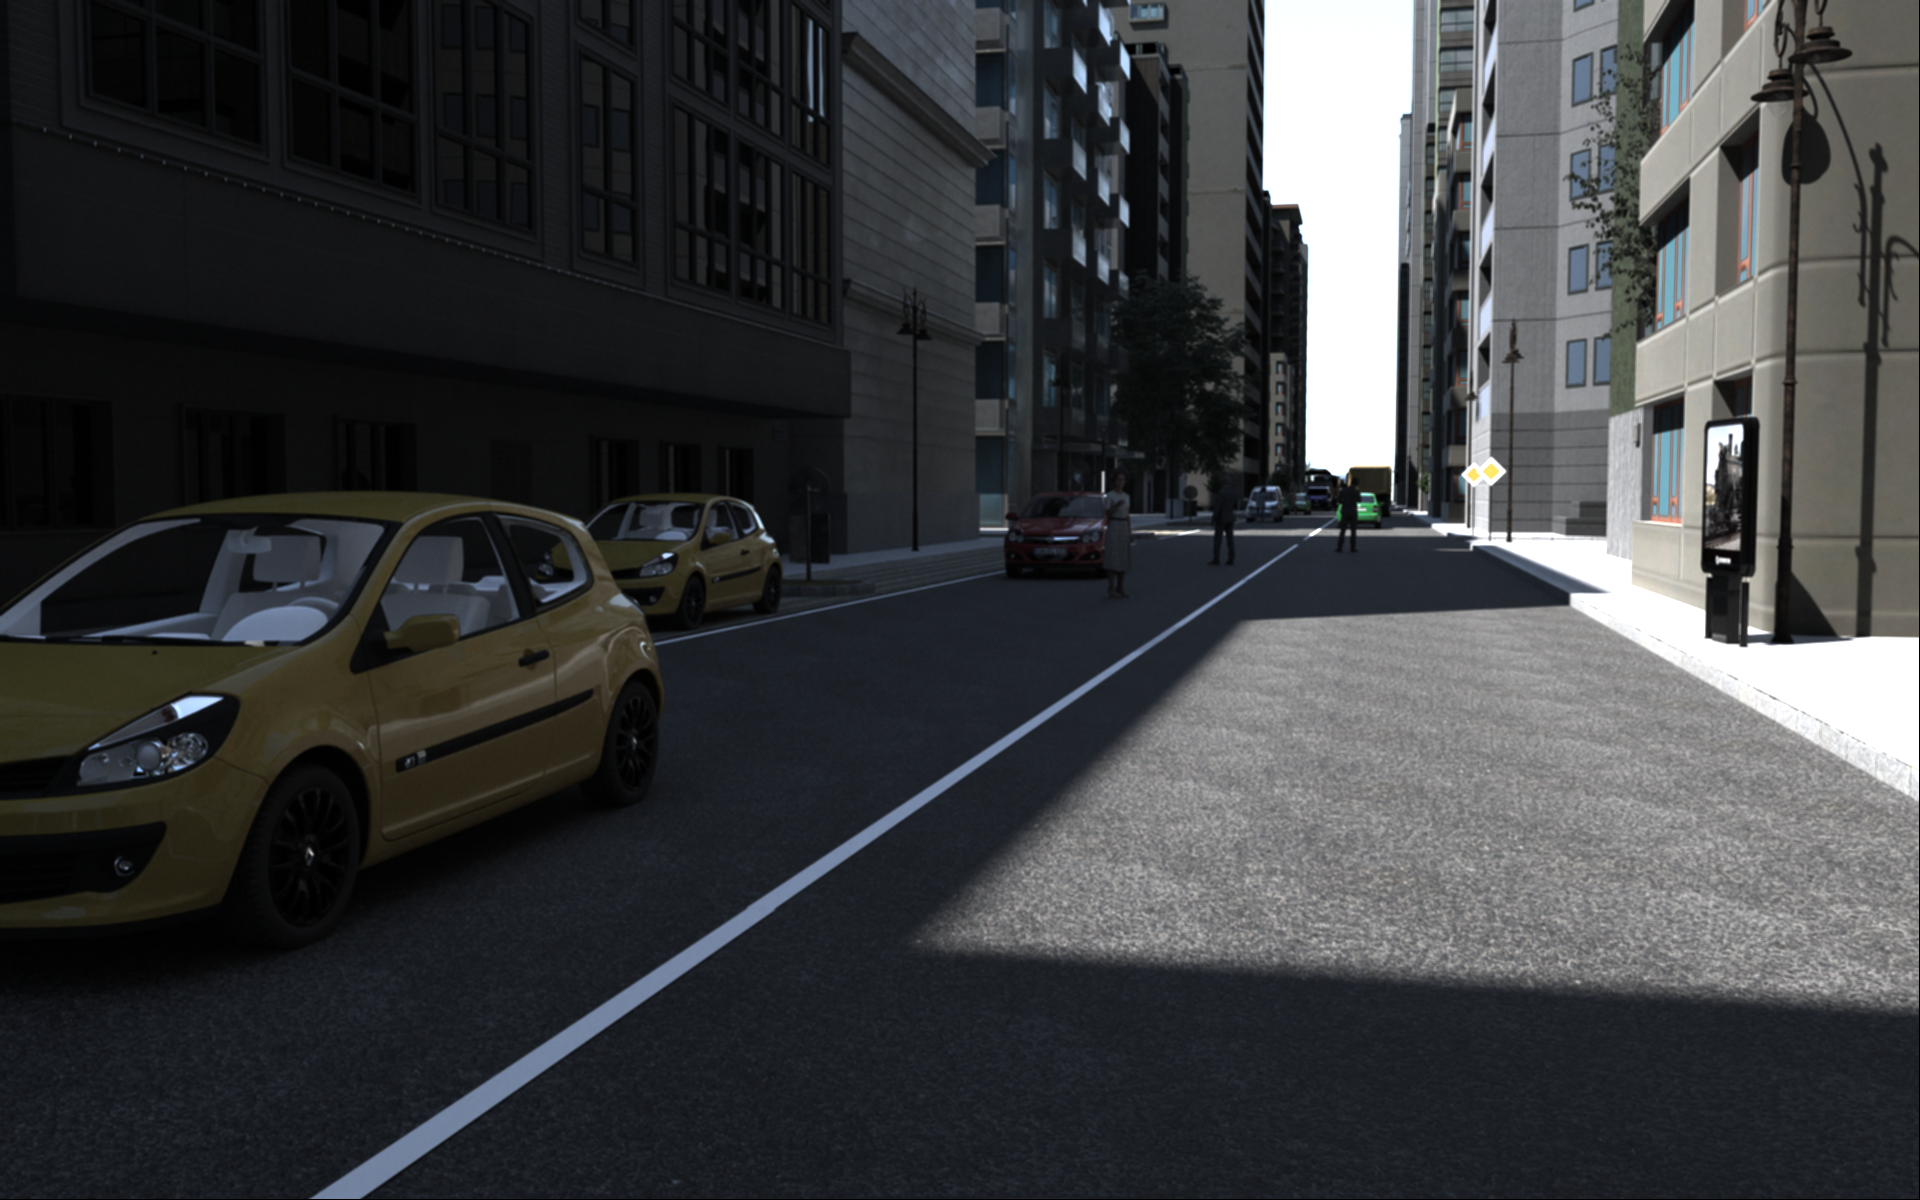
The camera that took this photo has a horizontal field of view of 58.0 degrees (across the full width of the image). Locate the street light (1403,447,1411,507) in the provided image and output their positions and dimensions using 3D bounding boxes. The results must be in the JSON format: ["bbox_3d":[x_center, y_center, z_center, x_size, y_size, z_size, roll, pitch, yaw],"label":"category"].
[{"bbox_3d":[43.968,-12.037,169.594,0.468,5.910,1.993,1,4,13],"label":"street light"}]

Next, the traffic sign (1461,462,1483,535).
[{"bbox_3d":[16.027,-3.083,54.054,0.795,2.450,0.064,1,4,13],"label":"traffic sign"}]

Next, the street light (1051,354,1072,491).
[{"bbox_3d":[3.361,-5.166,57.252,0.468,5.910,1.993,1,4,13],"label":"street light"}]

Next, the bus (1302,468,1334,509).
[{"bbox_3d":[34.478,-10.688,166.291,2.896,3.916,12.252,1,4,13],"label":"bus"}]

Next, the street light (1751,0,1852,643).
[{"bbox_3d":[7.110,-2.569,14.795,0.468,5.910,1.993,1,4,13],"label":"street light"}]

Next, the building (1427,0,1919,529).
[{"bbox_3d":[37.878,-14.675,84.972,27.650,21.520,28.899,1,4,13],"label":"building"}]

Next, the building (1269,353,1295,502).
[{"bbox_3d":[29.470,-23.489,229.080,27.650,21.520,28.899,1,4,13],"label":"building"}]

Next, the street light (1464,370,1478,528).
[{"bbox_3d":[18.991,-5.609,64.490,0.468,5.910,1.993,1,4,13],"label":"street light"}]

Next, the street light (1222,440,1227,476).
[{"bbox_3d":[18.416,-9.046,120.686,0.468,5.910,1.993,1,4,13],"label":"street light"}]

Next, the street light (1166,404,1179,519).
[{"bbox_3d":[10.861,-7.088,88.672,0.468,5.910,1.993,1,4,13],"label":"street light"}]

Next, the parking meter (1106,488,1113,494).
[{"bbox_3d":[5.892,-3.625,67.687,0.372,1.533,0.369,0,3,0],"label":"parking meter"}]

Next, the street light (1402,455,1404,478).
[{"bbox_3d":[51.493,-13.965,201.118,0.468,5.910,1.993,1,4,13],"label":"street light"}]

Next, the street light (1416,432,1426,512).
[{"bbox_3d":[33.803,-9.412,126.681,0.468,5.910,1.993,1,4,13],"label":"street light"}]

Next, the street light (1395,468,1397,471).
[{"bbox_3d":[55.888,-15.117,219.948,0.468,5.910,1.993,1,4,13],"label":"street light"}]

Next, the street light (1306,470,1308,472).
[{"bbox_3d":[55.031,-18.470,274.777,0.468,5.910,1.993,1,4,13],"label":"street light"}]

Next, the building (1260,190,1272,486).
[{"bbox_3d":[21.083,-23.710,159.360,14.160,30.474,14.107,1,4,13],"label":"building"}]

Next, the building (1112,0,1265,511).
[{"bbox_3d":[13.450,-31.719,142.301,21.300,48.544,21.600,1,4,13],"label":"building"}]

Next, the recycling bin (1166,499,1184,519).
[{"bbox_3d":[11.290,-4.796,90.966,0.722,1.027,0.722,3,5,44],"label":"recycling bin"}]

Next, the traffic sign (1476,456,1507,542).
[{"bbox_3d":[14.180,-2.608,46.284,0.795,2.450,0.064,1,4,13],"label":"traffic sign"}]

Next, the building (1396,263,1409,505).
[{"bbox_3d":[61.687,-27.137,215.386,14.160,30.474,14.107,1,4,13],"label":"building"}]

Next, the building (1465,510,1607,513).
[{"bbox_3d":[52.264,-37.498,155.098,21.231,58.520,28.212,1,4,13],"label":"building"}]

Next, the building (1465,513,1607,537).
[{"bbox_3d":[32.244,-31.496,56.962,28.212,58.520,21.231,1,4,13],"label":"building"}]

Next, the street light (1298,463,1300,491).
[{"bbox_3d":[47.652,-16.572,243.733,0.468,5.910,1.993,1,4,13],"label":"street light"}]

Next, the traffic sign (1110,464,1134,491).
[{"bbox_3d":[5.285,-3.240,56.618,0.795,2.450,0.064,1,4,13],"label":"traffic sign"}]

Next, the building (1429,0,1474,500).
[{"bbox_3d":[39.530,-26.572,118.045,14.154,41.232,14.086,1,4,13],"label":"building"}]

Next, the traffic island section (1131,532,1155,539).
[{"bbox_3d":[5.261,-2.104,56.685,2.009,0.180,2.903,1,4,13],"label":"traffic island section"}]

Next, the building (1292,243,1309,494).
[{"bbox_3d":[48.001,-36.244,276.184,14.154,41.232,14.086,1,4,13],"label":"building"}]

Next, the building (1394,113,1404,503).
[{"bbox_3d":[77.699,-44.243,265.368,21.231,58.520,28.212,1,4,13],"label":"building"}]

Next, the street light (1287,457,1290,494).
[{"bbox_3d":[40.333,-14.674,212.711,0.468,5.910,1.993,1,4,13],"label":"street light"}]

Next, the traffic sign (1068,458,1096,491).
[{"bbox_3d":[3.439,-2.765,48.849,0.795,2.450,0.064,1,4,13],"label":"traffic sign"}]

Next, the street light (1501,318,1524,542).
[{"bbox_3d":[14.572,-4.465,45.783,0.468,5.910,1.993,1,4,13],"label":"street light"}]

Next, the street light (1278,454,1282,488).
[{"bbox_3d":[36.010,-13.590,194.986,0.468,5.910,1.993,1,4,13],"label":"street light"}]

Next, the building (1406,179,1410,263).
[{"bbox_3d":[72.268,-37.704,236.067,23.786,49.044,30.456,1,4,13],"label":"building"}]

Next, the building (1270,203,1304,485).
[{"bbox_3d":[39.003,-36.766,255.742,22.147,44.769,28.867,1,4,13],"label":"building"}]

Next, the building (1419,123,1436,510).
[{"bbox_3d":[43.543,-22.300,136.313,14.160,30.474,14.107,1,4,13],"label":"building"}]

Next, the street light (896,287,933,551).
[{"bbox_3d":[-1.009,-4.043,38.895,0.468,5.910,1.993,1,4,13],"label":"street light"}]

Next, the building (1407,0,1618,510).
[{"bbox_3d":[58.368,-39.226,183.338,21.231,58.520,28.212,1,4,13],"label":"building"}]
